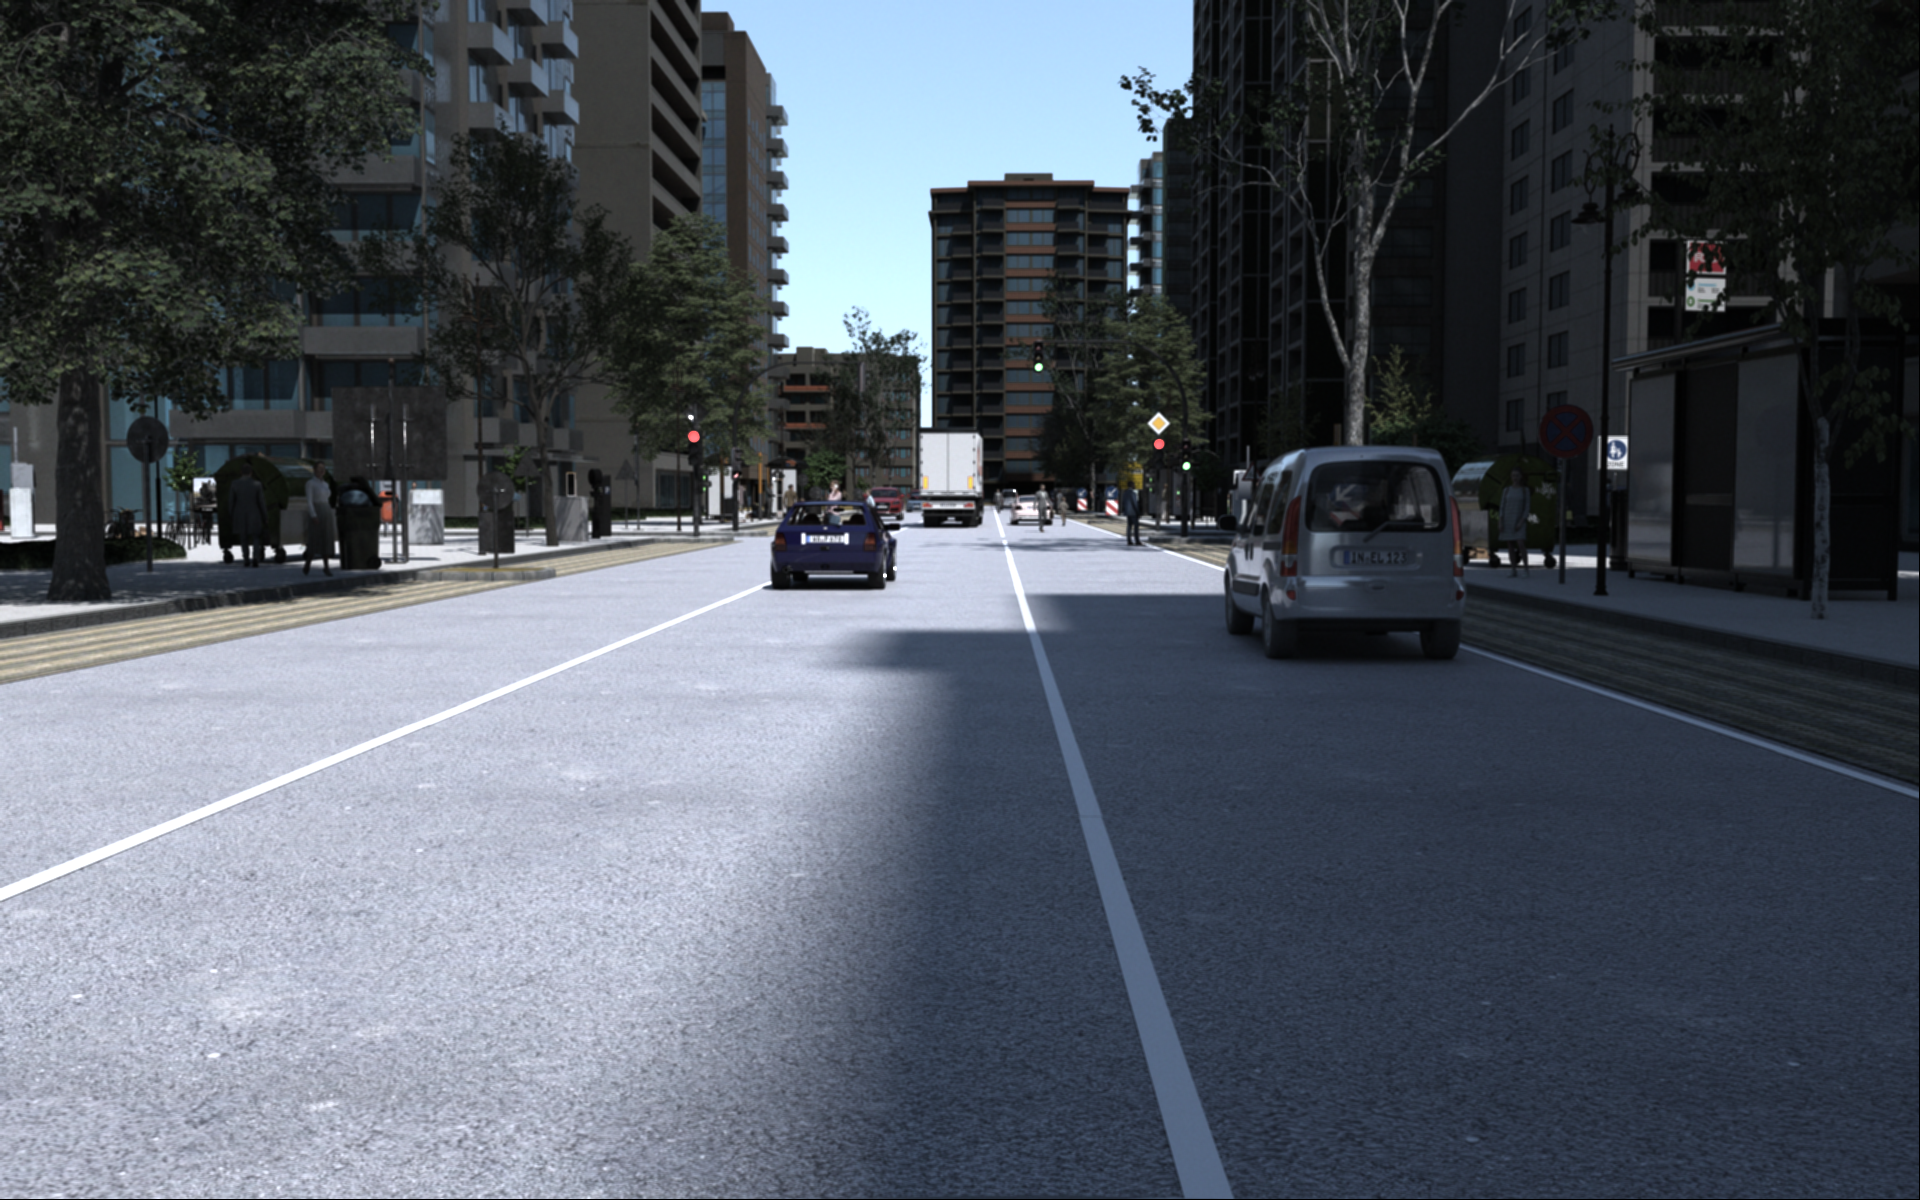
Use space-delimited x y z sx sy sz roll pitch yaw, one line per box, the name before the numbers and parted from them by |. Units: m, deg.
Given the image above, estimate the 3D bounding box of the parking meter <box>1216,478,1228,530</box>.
parking meter | 9.360 -3.434 61.853 0.255 1.863 0.399 -2 4 -27

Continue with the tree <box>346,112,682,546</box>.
tree | -10.301 -6.613 42.543 7.601 10.594 8.767 2 4 35

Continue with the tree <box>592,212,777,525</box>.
tree | -11.124 -9.314 70.416 7.486 12.596 7.792 0 3 0

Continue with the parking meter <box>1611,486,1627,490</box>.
parking meter | 19.844 -2.668 52.037 0.372 1.533 0.369 0 3 0

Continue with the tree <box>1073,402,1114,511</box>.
tree | 10.153 -10.914 128.800 4.360 8.622 3.978 0 3 0

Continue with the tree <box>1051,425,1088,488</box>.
tree | 11.482 -13.917 177.899 4.737 8.622 4.395 0 3 0

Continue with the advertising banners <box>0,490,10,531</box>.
advertising banners | -33.204 -3.881 59.638 2.074 3.025 0.090 -2 4 -35

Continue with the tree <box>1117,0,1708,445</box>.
tree | 9.738 -11.185 38.768 12.611 20.169 13.585 0 3 0

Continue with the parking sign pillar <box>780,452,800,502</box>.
parking sign pillar | -11.365 -7.449 110.262 1.447 3.967 1.447 -3 4 -38

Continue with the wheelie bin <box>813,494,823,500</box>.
wheelie bin | -10.436 -7.244 126.345 0.980 1.594 0.693 0 4 -1

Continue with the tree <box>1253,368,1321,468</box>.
tree | 19.052 -9.234 101.333 4.737 8.622 4.395 0 3 0

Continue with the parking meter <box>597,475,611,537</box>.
parking meter | -10.755 -2.850 52.315 0.255 1.863 0.399 2 4 30

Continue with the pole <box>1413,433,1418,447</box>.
pole | 15.272 -3.937 58.208 0.158 3.312 0.155 0 3 0

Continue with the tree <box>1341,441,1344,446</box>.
tree | 17.711 -5.223 69.109 4.285 4.588 4.351 0 3 0

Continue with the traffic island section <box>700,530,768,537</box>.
traffic island section | -7.738 -2.283 59.604 2.009 0.180 2.903 0 4 1

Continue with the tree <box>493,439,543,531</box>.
tree | -15.650 -4.074 61.216 1.663 3.219 1.824 0 3 0

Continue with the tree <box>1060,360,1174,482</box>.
tree | 10.770 -11.149 116.693 8.767 10.594 7.601 1 4 10

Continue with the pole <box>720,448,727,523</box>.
pole | -10.544 -5.072 76.769 0.158 3.312 0.155 0 3 0

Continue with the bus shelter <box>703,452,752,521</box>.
bus shelter | -11.545 -5.660 86.470 2.014 3.302 5.546 0 4 1

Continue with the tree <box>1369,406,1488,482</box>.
tree | 17.909 -4.933 64.375 4.285 4.588 4.351 0 3 0

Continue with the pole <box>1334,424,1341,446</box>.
pole | 10.941 -3.452 50.280 0.158 3.312 0.155 0 3 0

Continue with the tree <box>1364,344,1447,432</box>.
tree | 21.709 -8.197 84.382 4.737 8.622 4.395 0 3 0

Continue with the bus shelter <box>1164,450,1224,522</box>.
bus shelter | 11.012 -5.360 81.559 2.014 3.302 5.546 0 4 1

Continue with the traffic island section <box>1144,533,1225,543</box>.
traffic island section | 6.665 -1.779 51.367 2.009 0.180 2.903 0 4 1

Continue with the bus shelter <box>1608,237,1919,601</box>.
bus shelter | 10.994 -2.890 24.888 2.179 5.291 8.768 0 4 1

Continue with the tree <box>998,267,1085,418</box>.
tree | 9.932 -17.721 145.630 12.611 20.169 13.585 0 3 0

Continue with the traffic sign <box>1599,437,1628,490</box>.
traffic sign | 11.589 -1.746 30.681 0.606 2.300 0.079 1 4 8

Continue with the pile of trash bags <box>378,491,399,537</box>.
pile of trash bags | -17.974 -2.476 50.241 3.447 1.369 1.912 -3 5 -40

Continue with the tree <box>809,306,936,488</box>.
tree | -10.142 -19.634 176.905 12.611 20.169 13.585 0 3 0

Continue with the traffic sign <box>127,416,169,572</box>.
traffic sign | -13.312 -1.730 28.384 0.768 2.556 0.104 1 4 11

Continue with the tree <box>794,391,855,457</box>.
tree | -9.388 -10.581 123.362 4.360 8.622 3.978 0 3 0

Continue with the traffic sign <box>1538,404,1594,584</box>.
traffic sign | 8.619 -1.505 24.721 0.768 2.556 0.104 0 4 5

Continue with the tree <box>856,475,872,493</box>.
tree | -9.190 -10.092 159.605 1.663 3.219 1.824 0 3 0

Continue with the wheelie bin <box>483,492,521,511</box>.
wheelie bin | -11.581 -2.194 43.776 0.980 1.594 0.693 -1 4 -13

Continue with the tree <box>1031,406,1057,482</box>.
tree | 12.364 -17.809 209.310 7.486 12.596 7.792 0 3 0

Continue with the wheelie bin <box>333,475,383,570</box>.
wheelie bin | -10.222 -1.315 29.414 0.693 1.594 0.980 -3 4 -36

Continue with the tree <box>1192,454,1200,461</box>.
tree | 17.817 -9.065 131.932 4.285 4.588 4.351 0 3 0

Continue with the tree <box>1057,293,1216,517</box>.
tree | 10.809 -10.997 97.928 7.486 12.596 7.792 0 3 0

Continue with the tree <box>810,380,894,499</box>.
tree | -8.892 -12.728 142.519 7.601 10.594 8.767 0 4 0

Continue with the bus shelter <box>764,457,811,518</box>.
bus shelter | -9.547 -6.266 96.374 2.014 3.302 5.546 0 4 1

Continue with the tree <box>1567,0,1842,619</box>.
tree | 8.610 -4.105 17.484 4.737 8.622 4.395 0 3 0

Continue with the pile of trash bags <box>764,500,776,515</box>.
pile of trash bags | -11.153 -5.853 105.457 1.912 1.369 3.447 0 4 -1

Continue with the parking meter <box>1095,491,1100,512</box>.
parking meter | 9.920 -7.114 124.728 0.372 1.533 0.369 0 3 0

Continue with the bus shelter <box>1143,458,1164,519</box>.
bus shelter | 10.582 -5.776 88.355 2.014 3.302 5.546 0 4 1

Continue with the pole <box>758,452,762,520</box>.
pole | -9.771 -5.552 84.623 0.158 3.312 0.155 0 3 0

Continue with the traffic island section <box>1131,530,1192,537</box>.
traffic island section | 6.802 -2.267 59.351 2.009 0.180 2.903 0 4 1

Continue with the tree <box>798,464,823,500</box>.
tree | -9.773 -7.204 112.393 1.663 3.219 1.824 0 3 0

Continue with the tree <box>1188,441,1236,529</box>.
tree | 9.036 -4.237 63.871 1.663 3.219 1.824 0 3 0

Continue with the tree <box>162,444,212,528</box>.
tree | -29.929 -4.419 66.854 1.663 3.219 1.824 0 3 0

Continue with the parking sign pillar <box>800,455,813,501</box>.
parking sign pillar | -10.737 -7.973 118.836 1.447 3.967 1.447 2 4 30

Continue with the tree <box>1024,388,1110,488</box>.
tree | 12.405 -17.561 197.495 12.009 13.543 11.850 0 3 0

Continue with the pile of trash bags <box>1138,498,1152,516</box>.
pile of trash bags | 11.658 -5.648 102.103 3.447 1.369 1.912 -1 4 -13

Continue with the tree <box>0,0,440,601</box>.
tree | -10.802 -6.979 20.756 9.857 13.997 8.962 0 3 0

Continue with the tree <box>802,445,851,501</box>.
tree | -8.970 -8.050 115.334 4.285 4.588 4.351 0 3 0

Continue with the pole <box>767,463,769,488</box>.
pole | -12.634 -7.373 114.384 0.158 3.312 0.155 0 3 0

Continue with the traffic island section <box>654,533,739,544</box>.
traffic island section | -7.874 -1.794 51.620 2.009 0.180 2.903 0 4 1

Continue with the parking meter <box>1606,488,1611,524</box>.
parking meter | 22.254 -3.110 59.258 0.372 1.533 0.369 0 3 0
